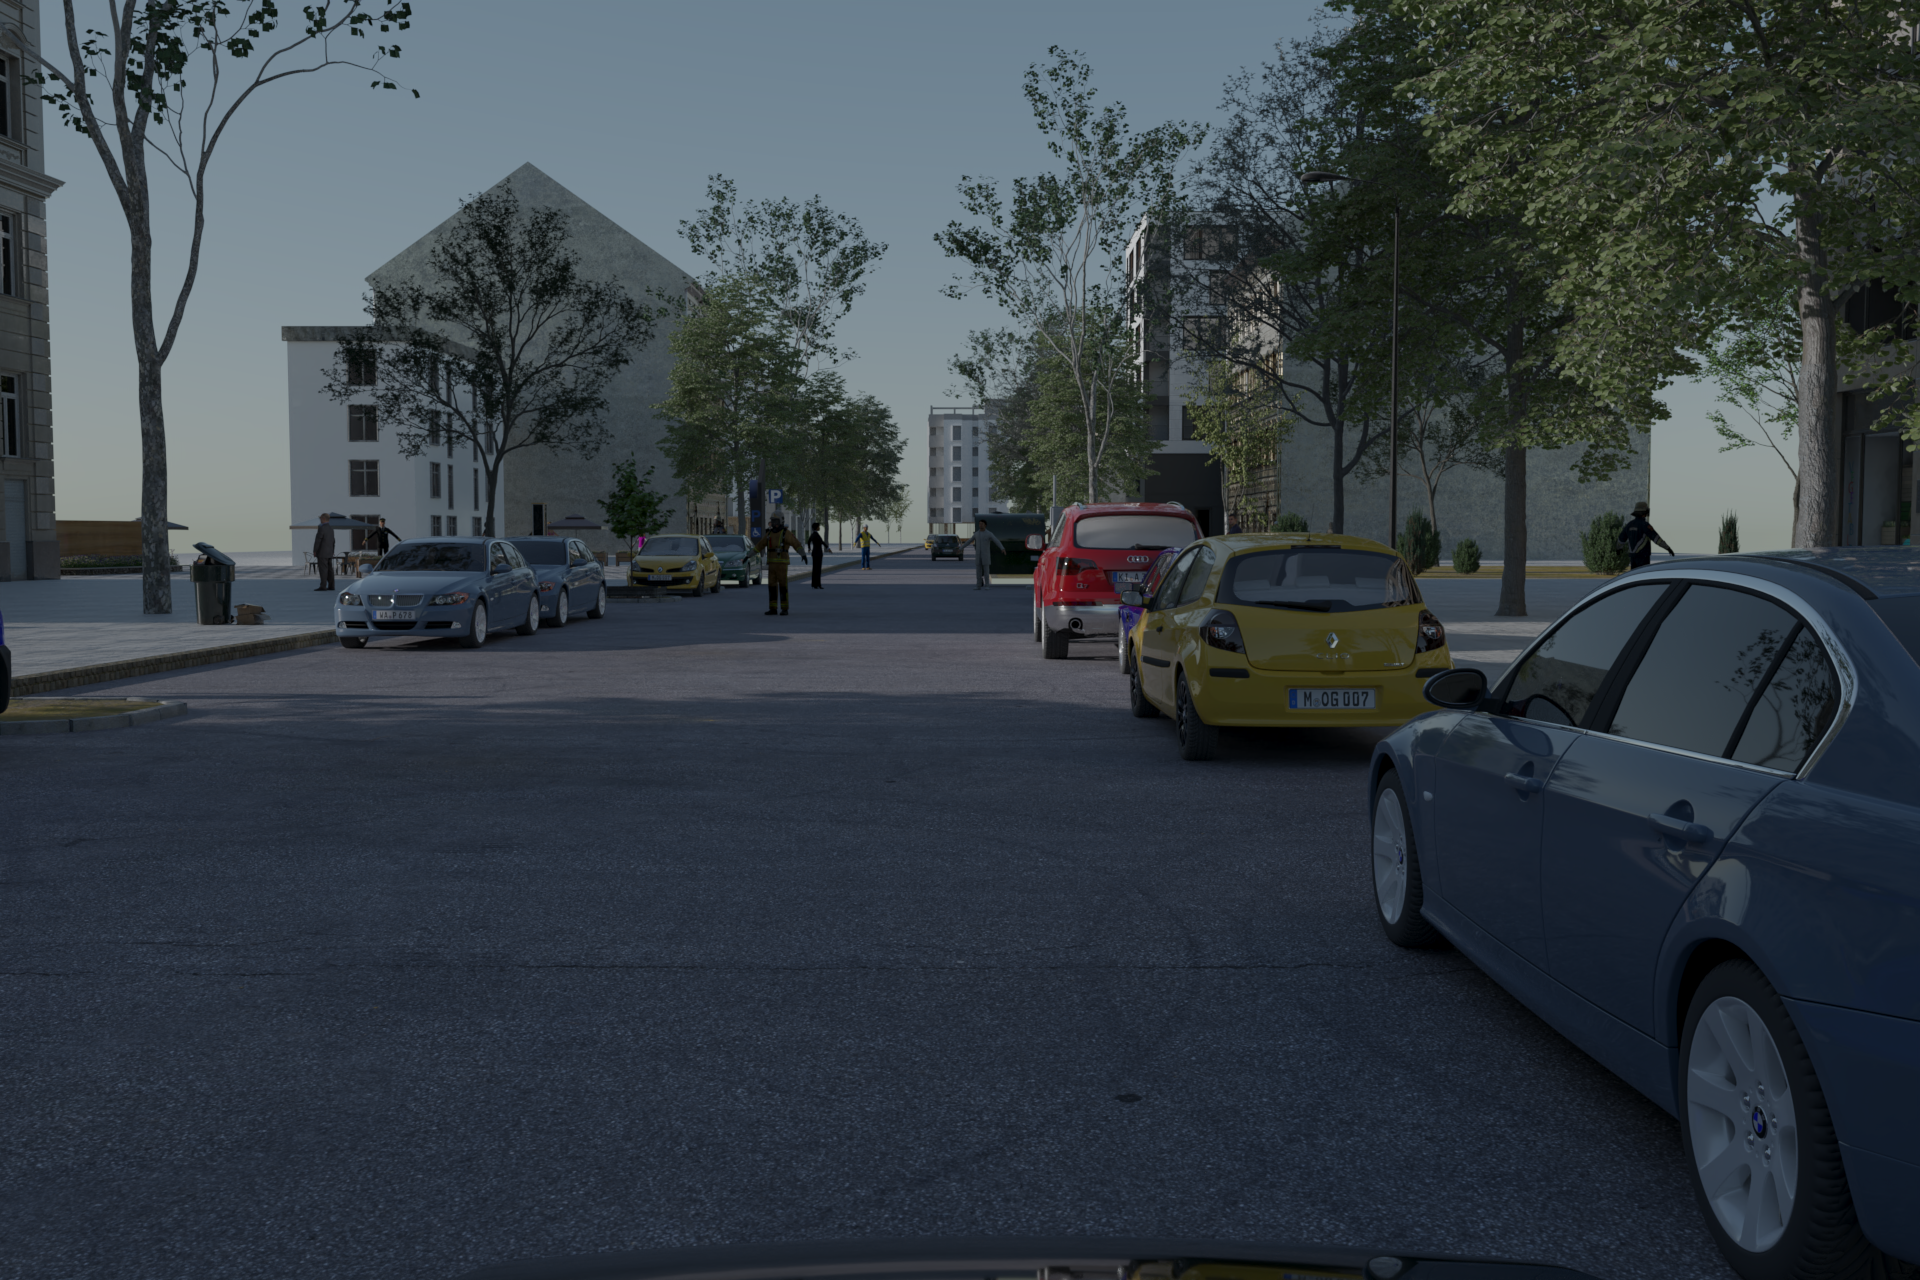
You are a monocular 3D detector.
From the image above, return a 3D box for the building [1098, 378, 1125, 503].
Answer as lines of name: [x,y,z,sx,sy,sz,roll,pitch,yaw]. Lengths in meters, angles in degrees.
building: [24.635,-22.372,196.714,19.493,23.208,18.063,0,4,0]

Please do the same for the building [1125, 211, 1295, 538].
building: [25.743,-17.253,126.057,27.936,21.610,32.646,0,4,0]

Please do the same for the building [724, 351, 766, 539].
building: [-26.691,-19.811,180.325,16.016,20.090,11.380,0,4,0]

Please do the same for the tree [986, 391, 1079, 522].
tree: [6.475,-14.669,146.499,9.857,13.997,8.962,0,3,0]

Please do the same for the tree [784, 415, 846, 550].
tree: [-9.681,-9.502,105.724,4.360,8.622,3.978,0,3,0]

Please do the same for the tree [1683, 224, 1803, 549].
tree: [26.701,-7.890,54.763,9.928,11.665,9.643,0,3,0]

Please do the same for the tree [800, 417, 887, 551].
tree: [-9.421,-12.158,133.202,8.767,10.594,7.601,2,4,27]

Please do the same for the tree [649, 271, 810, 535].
tree: [-9.872,-9.617,75.364,7.486,12.596,7.792,0,3,0]

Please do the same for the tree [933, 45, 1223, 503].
tree: [4.193,-13.105,70.159,12.611,20.169,13.585,0,3,0]

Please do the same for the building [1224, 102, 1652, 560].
building: [25.246,-16.159,95.127,19.493,23.208,18.063,0,4,0]

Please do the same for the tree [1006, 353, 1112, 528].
tree: [6.154,-11.656,108.707,7.486,12.596,7.792,0,3,0]

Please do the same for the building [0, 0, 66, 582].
building: [-31.247,-14.616,36.232,12.463,27.353,25.104,0,4,1]

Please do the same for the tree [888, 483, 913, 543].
tree: [-8.742,-18.204,247.989,4.737,8.622,4.395,0,3,0]

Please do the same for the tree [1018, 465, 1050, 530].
tree: [6.587,-12.514,154.966,4.737,8.622,4.395,0,3,0]

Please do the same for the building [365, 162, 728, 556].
building: [-25.522,-17.177,111.769,19.493,23.208,18.063,0,4,0]

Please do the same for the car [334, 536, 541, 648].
car: [-6.879,-0.687,23.243,2.014,1.417,4.499,0,3,0]

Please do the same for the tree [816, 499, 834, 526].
tree: [-21.575,-20.595,243.375,9.857,13.997,8.962,0,3,0]

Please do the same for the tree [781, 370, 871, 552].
tree: [-9.673,-12.369,120.352,7.486,12.596,7.792,0,3,0]

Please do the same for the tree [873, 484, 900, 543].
tree: [-9.730,-17.818,241.686,4.360,8.622,3.978,0,3,0]

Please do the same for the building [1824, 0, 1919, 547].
building: [26.815,-13.110,17.558,19.350,26.588,34.151,0,4,1]

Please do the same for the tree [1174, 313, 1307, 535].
tree: [9.175,-6.586,58.039,4.737,8.622,4.395,0,3,0]

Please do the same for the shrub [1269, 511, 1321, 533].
shrub: [9.950,-2.911,52.019,1.690,2.028,1.600,0,3,0]

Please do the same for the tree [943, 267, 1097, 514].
tree: [4.981,-16.511,125.849,12.611,20.169,13.585,0,3,0]

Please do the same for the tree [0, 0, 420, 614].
tree: [-13.407,-10.401,25.940,12.611,20.169,13.585,0,3,0]

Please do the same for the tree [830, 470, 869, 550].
tree: [-8.820,-11.803,143.343,4.360,8.622,3.978,0,3,0]

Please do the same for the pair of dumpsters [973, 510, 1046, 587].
pair of dumpsters: [2.572,-2.597,47.409,4.436,2.255,1.574,0,4,-1]

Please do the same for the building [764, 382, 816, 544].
building: [-28.005,-21.450,217.159,16.747,18.905,31.486,0,4,1]

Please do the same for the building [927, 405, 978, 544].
building: [-4.253,-23.643,245.445,11.380,20.090,16.016,0,4,-5]

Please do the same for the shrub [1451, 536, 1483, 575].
shrub: [16.058,-2.676,54.869,1.383,1.207,1.383,0,3,0]

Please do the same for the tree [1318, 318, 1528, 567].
tree: [18.540,-8.159,67.812,8.767,10.594,7.601,-1,4,-19]

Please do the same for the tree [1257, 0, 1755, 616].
tree: [8.636,-6.675,27.271,7.486,12.596,7.792,0,3,0]

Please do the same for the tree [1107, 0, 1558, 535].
tree: [8.541,-7.825,38.316,12.009,13.543,11.850,0,3,0]

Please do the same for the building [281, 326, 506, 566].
building: [-26.547,-8.677,84.012,9.099,9.664,28.070,0,4,0]

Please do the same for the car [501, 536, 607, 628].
car: [-6.928,-0.983,28.070,2.014,1.417,4.499,0,4,1]

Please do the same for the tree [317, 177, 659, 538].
tree: [-12.555,-6.820,45.916,8.767,10.594,7.601,-2,4,-27]

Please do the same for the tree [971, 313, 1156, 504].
tree: [5.770,-11.371,96.286,12.009,13.543,11.850,0,3,0]

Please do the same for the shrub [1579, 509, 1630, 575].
shrub: [20.176,-3.050,53.906,1.661,2.075,1.752,0,3,0]

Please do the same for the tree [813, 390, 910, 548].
tree: [-9.132,-15.189,154.995,9.857,13.997,8.962,0,3,0]

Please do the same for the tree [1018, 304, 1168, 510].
tree: [6.565,-10.224,85.289,7.486,12.596,7.792,0,3,0]

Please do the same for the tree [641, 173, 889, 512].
tree: [-10.473,-14.425,91.738,12.611,20.169,13.585,0,3,0]

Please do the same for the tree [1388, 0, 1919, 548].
tree: [7.507,-5.976,15.839,7.486,12.596,7.792,0,3,0]

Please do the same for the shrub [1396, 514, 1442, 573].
shrub: [15.234,-3.263,57.764,1.690,2.028,1.600,0,3,0]
